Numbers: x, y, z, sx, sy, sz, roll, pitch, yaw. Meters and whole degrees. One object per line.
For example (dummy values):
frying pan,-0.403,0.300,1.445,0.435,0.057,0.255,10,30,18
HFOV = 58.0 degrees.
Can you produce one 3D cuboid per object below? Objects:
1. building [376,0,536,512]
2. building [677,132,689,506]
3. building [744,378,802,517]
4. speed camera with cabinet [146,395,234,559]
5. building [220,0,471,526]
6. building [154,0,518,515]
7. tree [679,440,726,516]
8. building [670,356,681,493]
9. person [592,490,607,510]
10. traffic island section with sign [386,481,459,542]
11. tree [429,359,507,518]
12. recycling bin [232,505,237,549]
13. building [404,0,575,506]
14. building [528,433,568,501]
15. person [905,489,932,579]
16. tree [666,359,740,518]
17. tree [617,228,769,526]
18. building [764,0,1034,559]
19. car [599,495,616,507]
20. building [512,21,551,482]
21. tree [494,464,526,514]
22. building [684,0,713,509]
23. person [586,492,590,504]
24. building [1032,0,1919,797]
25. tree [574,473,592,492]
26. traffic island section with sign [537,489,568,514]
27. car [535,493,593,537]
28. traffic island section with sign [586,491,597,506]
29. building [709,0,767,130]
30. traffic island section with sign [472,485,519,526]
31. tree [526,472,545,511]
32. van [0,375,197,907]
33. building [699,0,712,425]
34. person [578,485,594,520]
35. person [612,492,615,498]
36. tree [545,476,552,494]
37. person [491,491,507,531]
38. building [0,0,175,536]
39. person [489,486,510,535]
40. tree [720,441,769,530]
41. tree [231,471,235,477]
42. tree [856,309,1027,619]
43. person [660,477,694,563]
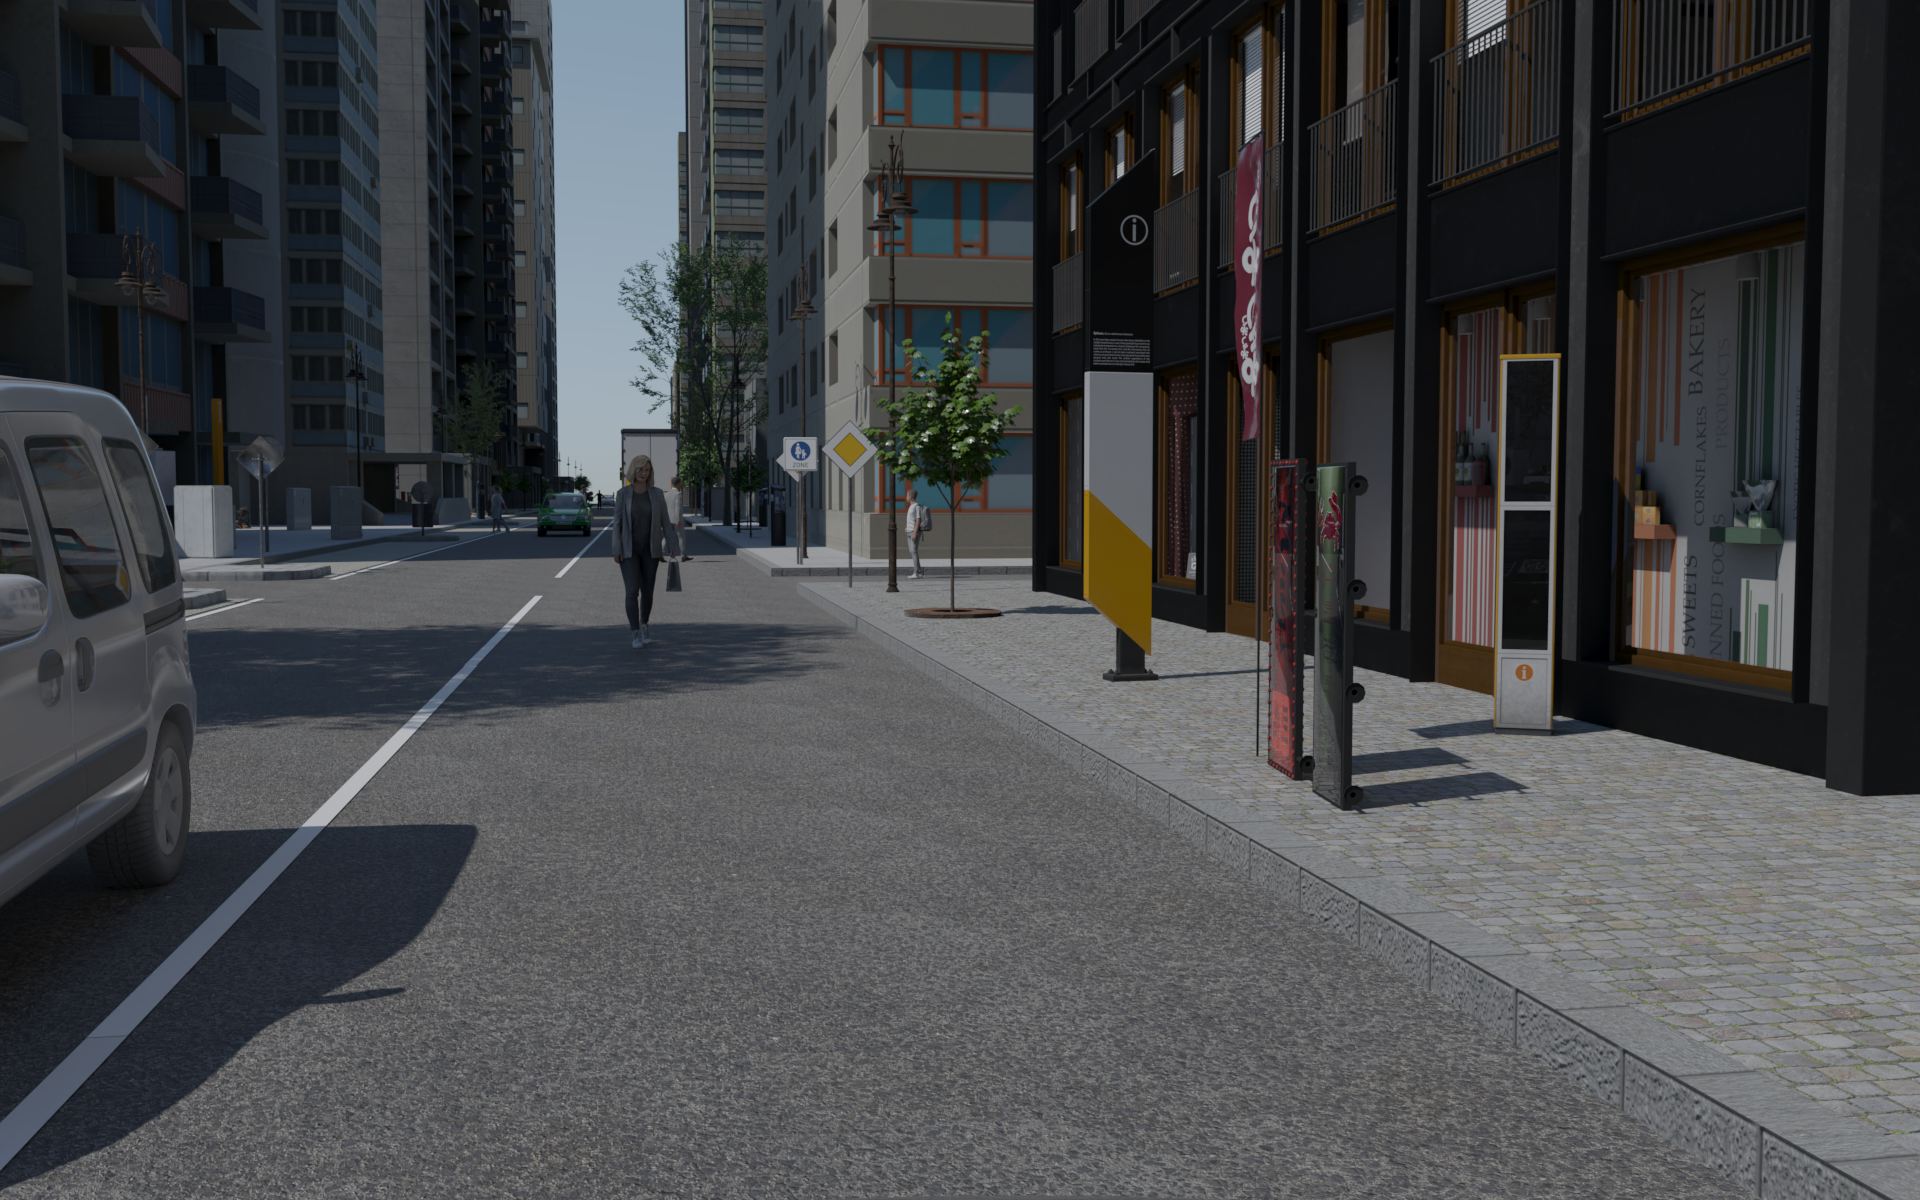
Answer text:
building,-49.621,-44.093,159.179,20.563,71.187,20.611,-1,4,-10
building,-25.279,-31.555,199.522,14.154,41.232,14.086,-1,4,-10
building,0.540,-47.605,91.005,22.319,86.520,31.000,-1,4,-10
speed camera with cabinet,-15.624,-2.471,34.743,2.038,3.252,0.660,1,4,17
building,-38.591,-23.378,74.107,32.217,40.220,23.993,-1,4,-10
building,-46.715,-29.406,135.411,22.147,44.769,28.867,-1,4,-10
tree,-15.018,-7.168,100.906,4.285,4.588,4.351,0,3,0
building,-22.505,-23.083,222.449,27.650,21.520,28.899,-1,4,-10
person,-33.237,-9.245,159.674,1.348,1.821,0.705,-1,4,-23
traffic island section with sign,-16.254,-2.680,52.443,1.989,1.847,2.006,-1,4,-10
tree,-26.428,-8.800,94.245,4.737,8.622,4.395,0,3,0
recycling bin,-17.289,-1.690,40.182,0.722,1.027,0.722,0,4,1
building,-65.465,-49.300,244.311,20.563,71.187,20.611,-1,4,-10
building,-67.125,-32.436,222.208,32.217,40.220,23.993,-1,4,-10
person,-0.760,-1.119,29.390,0.503,1.515,0.523,3,5,43
tree,-13.700,-8.657,91.907,4.737,8.622,4.395,0,3,0
tree,-9.483,-8.779,69.298,9.928,11.665,9.643,0,3,0
building,9.936,-12.504,49.483,28.899,21.520,27.650,-1,4,-10
car,-40.578,-11.412,198.941,2.083,1.381,4.827,-1,4,-11
building,-61.336,-37.139,196.464,28.713,52.752,27.495,-1,4,-10
tree,-29.840,-7.280,113.635,1.663,3.219,1.824,0,3,0
building,-15.718,-38.198,166.538,21.231,58.520,28.212,-1,4,-10
person,-37.941,-10.182,176.446,0.593,1.643,0.415,-3,5,-43
building,8.433,-11.365,15.501,12.332,23.373,15.834,-1,4,-10
tree,-57.001,-16.952,260.873,4.285,4.588,4.351,0,3,0
traffic island section with sign,-30.267,-7.313,128.195,1.989,1.847,2.006,-1,4,-10
car,-13.637,-3.114,59.711,1.959,1.807,4.718,-1,4,-12
traffic island section with sign,-50.201,-13.907,235.999,1.989,1.847,2.006,-1,4,-10
building,-9.601,-26.409,115.376,14.154,41.232,14.086,-1,4,-10
traffic island section with sign,-21.157,-4.301,78.950,1.989,1.847,2.006,-1,4,-10
tree,-32.981,-8.388,131.740,1.663,3.219,1.824,0,3,0
van,-3.460,0.130,4.888,2.013,2.044,4.112,-1,4,-11
building,-9.162,-31.722,138.261,23.786,49.044,30.456,-1,4,-10
person,-15.614,-3.876,71.859,0.713,1.824,0.794,3,4,37
person,-51.410,-15.128,256.531,0.721,1.739,1.217,-2,4,-30
tree,-42.604,-11.217,178.000,1.663,3.219,1.824,0,3,0
person,-17.570,-3.497,66.341,0.598,1.740,0.731,1,4,16
building,-29.758,-23.610,40.650,22.147,44.769,28.867,-1,4,-10
person,-16.330,-3.181,61.264,0.760,1.731,0.466,-3,4,-36
tree,-7.537,-4.142,62.322,1.663,3.219,1.824,0,3,0
tree,-26.325,-4.060,60.983,1.663,3.219,1.824,0,3,0
tree,-0.078,-1.452,18.344,1.663,3.219,1.824,0,3,0
person,-6.000,-1.685,36.327,0.678,1.792,0.850,3,5,43
